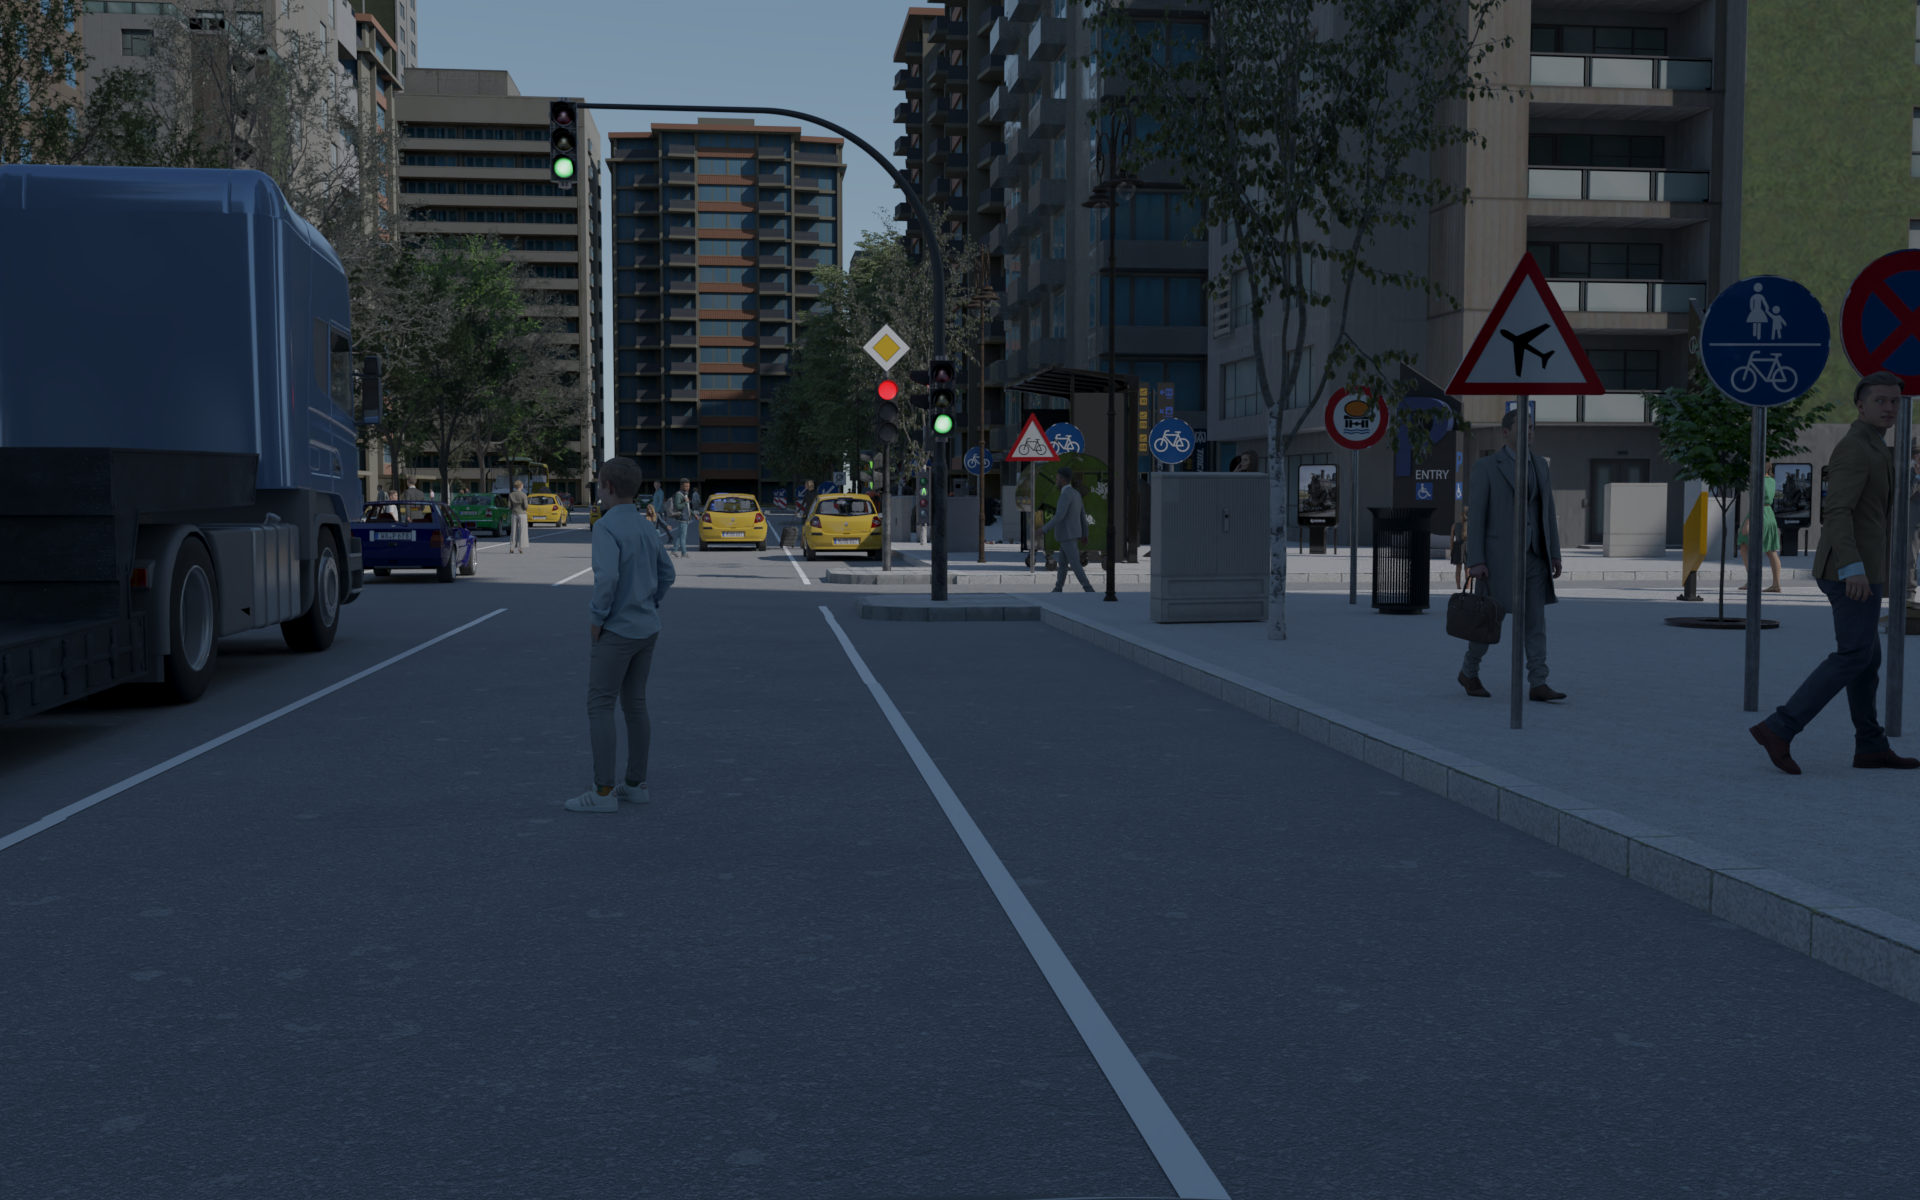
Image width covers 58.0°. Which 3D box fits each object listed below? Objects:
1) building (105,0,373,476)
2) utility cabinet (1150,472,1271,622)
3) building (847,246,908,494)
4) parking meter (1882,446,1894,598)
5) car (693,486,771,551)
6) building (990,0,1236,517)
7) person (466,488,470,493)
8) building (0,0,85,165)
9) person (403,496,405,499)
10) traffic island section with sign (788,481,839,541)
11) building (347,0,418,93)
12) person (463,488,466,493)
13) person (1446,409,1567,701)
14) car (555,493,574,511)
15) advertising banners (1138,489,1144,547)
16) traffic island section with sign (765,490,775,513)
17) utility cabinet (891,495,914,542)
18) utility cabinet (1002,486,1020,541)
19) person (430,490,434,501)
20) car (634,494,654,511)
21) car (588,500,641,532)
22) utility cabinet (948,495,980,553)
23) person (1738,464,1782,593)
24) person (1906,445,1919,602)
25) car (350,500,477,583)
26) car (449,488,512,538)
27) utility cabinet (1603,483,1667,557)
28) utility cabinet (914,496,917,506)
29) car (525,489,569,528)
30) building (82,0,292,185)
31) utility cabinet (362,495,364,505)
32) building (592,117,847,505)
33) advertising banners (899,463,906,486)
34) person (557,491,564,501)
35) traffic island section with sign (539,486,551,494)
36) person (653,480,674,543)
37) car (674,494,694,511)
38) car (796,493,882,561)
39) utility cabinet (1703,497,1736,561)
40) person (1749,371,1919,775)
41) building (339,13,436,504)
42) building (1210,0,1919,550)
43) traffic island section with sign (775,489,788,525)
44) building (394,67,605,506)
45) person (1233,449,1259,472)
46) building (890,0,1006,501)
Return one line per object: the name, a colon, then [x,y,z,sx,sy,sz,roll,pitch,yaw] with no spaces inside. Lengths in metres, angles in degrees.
building: [-59.576,-32.759,124.848,28.713,52.752,27.495,0,4,-7]
utility cabinet: [2.507,-0.527,17.288,1.173,1.500,0.318,-1,4,-16]
building: [-5.809,-26.455,204.235,14.107,30.474,14.160,0,4,-7]
parking meter: [11.497,-0.964,21.471,0.255,1.863,0.399,3,5,44]
car: [-5.886,-2.111,44.740,2.015,1.641,3.980,0,4,-8]
building: [13.564,-28.457,84.876,23.786,49.044,30.456,0,4,-7]
person: [-39.242,-8.017,137.569,0.568,1.767,0.683,0,4,6]
building: [-47.575,-25.942,74.266,14.600,45.320,14.200,0,4,-7]
person: [-37.788,-6.891,119.232,1.217,1.766,0.721,1,4,9]
traffic island section with sign: [-4.238,-2.771,53.929,1.989,1.847,2.006,0,4,-7]
building: [-74.040,-46.447,197.666,20.611,71.187,20.563,0,4,-7]
person: [-41.883,-8.600,146.666,0.705,1.822,1.348,-1,4,-23]
person: [3.449,-0.284,10.792,0.694,1.812,0.767,-1,4,-18]
car: [-33.674,-8.405,146.467,2.155,1.783,4.494,-1,4,-9]
advertising banners: [3.379,-2.777,41.588,2.074,3.025,0.090,0,4,4]
traffic island section with sign: [-13.438,-7.415,129.860,1.989,1.847,2.006,0,4,-7]
utility cabinet: [-1.684,-2.171,46.665,0.306,1.237,1.020,-2,4,-29]
utility cabinet: [1.750,-2.353,47.155,1.173,1.500,0.318,0,4,-4]
person: [-49.117,-9.415,160.921,0.436,1.711,0.756,1,4,12]
car: [-26.585,-8.254,146.757,2.131,1.459,4.920,-1,4,-9]
car: [-13.508,-3.509,67.589,2.015,1.641,3.980,-1,4,-9]
utility cabinet: [0.008,-1.659,38.279,1.020,1.237,0.306,-3,5,-40]
person: [10.459,-0.998,22.608,0.529,1.795,0.600,3,5,42]
person: [11.248,-0.873,20.126,0.655,1.846,0.447,0,4,6]
car: [-9.213,-1.015,29.176,1.945,1.354,3.894,-1,4,-8]
car: [-16.144,-3.030,58.337,1.959,1.807,4.718,0,4,-5]
utility cabinet: [13.657,-1.614,35.063,1.173,1.500,0.318,0,4,-4]
utility cabinet: [-1.967,-3.560,69.375,0.306,1.237,1.020,-2,4,-28]
car: [-18.037,-3.971,75.154,2.015,1.641,3.980,0,4,-7]
building: [-49.660,-20.420,105.564,14.160,30.474,14.107,0,4,-7]
utility cabinet: [-33.508,-5.174,95.760,1.020,1.237,0.306,0,4,-7]
building: [-28.106,-33.637,204.595,28.867,44.769,22.147,0,4,-7]
advertising banners: [-3.970,-6.264,98.607,2.074,3.025,0.090,-1,4,-14]
person: [-25.864,-6.259,112.296,0.593,1.643,0.415,2,4,24]
traffic island section with sign: [-24.370,-5.704,101.389,2.006,1.907,1.989,0,4,-7]
person: [-8.673,-2.557,50.163,0.748,1.841,0.638,0,4,-5]
car: [-21.633,-7.658,134.994,2.009,1.686,4.222,0,4,-6]
car: [-2.620,-1.727,38.463,2.015,1.641,3.980,0,4,-7]
utility cabinet: [14.554,-1.362,33.423,1.020,1.237,0.306,-3,4,-37]
person: [4.087,-0.123,7.963,0.836,1.842,0.656,0,4,-2]
building: [-63.518,-30.497,153.249,28.867,44.769,22.147,0,4,-7]
building: [15.057,-22.100,44.924,14.086,41.232,14.154,0,4,-7]
traffic island section with sign: [-7.476,-4.407,80.689,1.989,1.847,2.006,0,4,-7]
building: [-53.206,-35.362,201.865,21.600,48.544,21.300,0,4,-7]
person: [3.357,-0.840,20.023,0.529,1.795,0.600,-3,5,-40]
building: [5.421,-30.766,157.654,22.147,44.769,28.867,0,4,-7]
